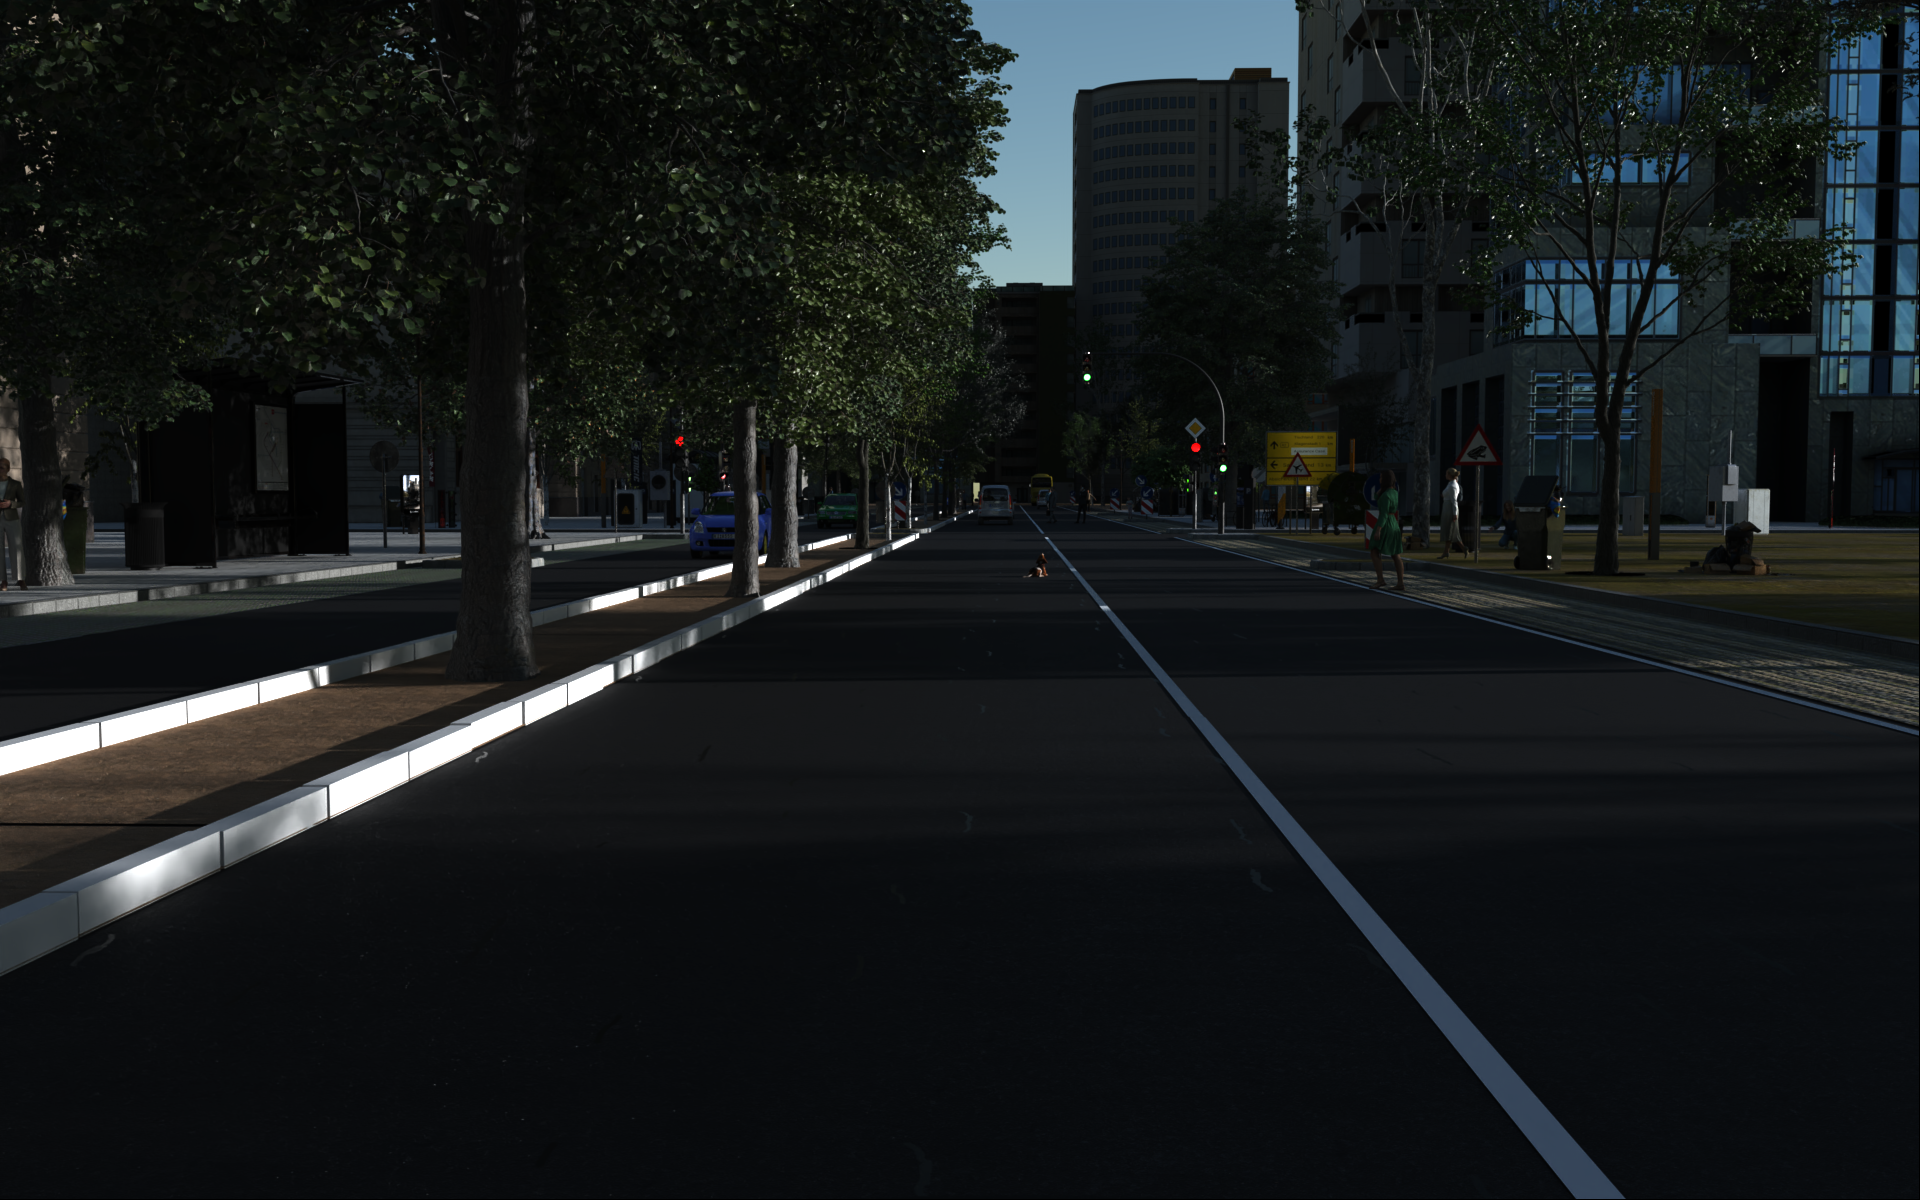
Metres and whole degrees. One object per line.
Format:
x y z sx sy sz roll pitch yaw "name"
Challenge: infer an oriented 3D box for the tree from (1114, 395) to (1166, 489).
13.662 -10.848 127.732 4.737 8.622 4.395 0 3 0 "tree"

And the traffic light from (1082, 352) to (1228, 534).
6.276 -4.945 55.522 4.771 5.953 1.251 0 4 2 "traffic light"

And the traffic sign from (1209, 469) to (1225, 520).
12.687 -5.223 85.508 0.768 2.556 0.104 0 4 5 "traffic sign"

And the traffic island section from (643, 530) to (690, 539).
-9.025 -2.076 56.225 2.009 0.180 2.903 0 4 2 "traffic island section"

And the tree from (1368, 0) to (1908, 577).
10.187 -6.183 26.853 9.928 11.665 9.643 0 3 0 "tree"

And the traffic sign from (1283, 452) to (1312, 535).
10.474 -3.290 53.796 0.884 2.594 0.081 0 4 5 "traffic sign"

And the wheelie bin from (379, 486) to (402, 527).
-22.152 -3.640 67.417 0.693 1.594 0.980 3 5 45 "wheelie bin"

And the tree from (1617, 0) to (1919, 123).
9.857 -6.333 13.913 12.009 13.543 11.850 0 3 0 "tree"

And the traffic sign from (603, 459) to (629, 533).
-11.362 -3.495 57.143 0.884 2.594 0.081 1 4 11 "traffic sign"

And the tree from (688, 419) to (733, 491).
-17.070 -10.358 119.723 4.737 8.622 4.395 0 3 0 "tree"

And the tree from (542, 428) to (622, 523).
-18.114 -7.721 76.604 4.360 8.622 3.978 0 3 0 "tree"

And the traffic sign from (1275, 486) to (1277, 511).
14.790 -4.945 80.964 0.768 2.556 0.104 0 4 6 "traffic sign"

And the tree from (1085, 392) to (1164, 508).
14.685 -13.546 155.886 7.601 10.594 8.767 2 4 29 "tree"

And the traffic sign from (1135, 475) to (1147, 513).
12.061 -7.047 115.329 0.768 2.556 0.104 0 4 5 "traffic sign"

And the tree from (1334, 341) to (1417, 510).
20.279 -8.201 84.455 4.360 8.622 3.978 0 3 0 "tree"

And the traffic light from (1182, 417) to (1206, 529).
8.602 -4.567 63.584 0.839 4.253 0.868 0 4 2 "traffic light"

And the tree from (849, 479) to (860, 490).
-9.183 -10.141 160.403 1.663 3.219 1.824 0 3 0 "tree"

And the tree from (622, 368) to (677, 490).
-16.195 -8.110 82.955 4.360 8.622 3.978 0 3 0 "tree"

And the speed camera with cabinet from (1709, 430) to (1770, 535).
24.446 -3.668 54.304 2.038 3.252 0.660 -2 4 -24 "speed camera with cabinet"

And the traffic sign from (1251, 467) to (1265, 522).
13.733 -4.858 79.538 0.768 2.556 0.104 0 4 3 "traffic sign"

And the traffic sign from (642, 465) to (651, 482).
-13.871 -4.631 75.820 0.768 2.556 0.104 0 4 8 "traffic sign"

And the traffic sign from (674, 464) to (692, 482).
-11.221 -4.286 70.190 0.768 2.556 0.104 0 4 3 "traffic sign"

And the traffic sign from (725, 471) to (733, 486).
-12.803 -5.854 95.816 0.768 2.556 0.104 1 4 8 "traffic sign"

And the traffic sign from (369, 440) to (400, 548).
-13.658 -2.507 41.089 0.768 2.556 0.104 1 4 10 "traffic sign"

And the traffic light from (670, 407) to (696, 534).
-8.985 -4.108 56.090 0.839 4.253 0.868 0 4 2 "traffic light"

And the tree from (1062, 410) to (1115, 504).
16.089 -17.744 215.868 9.928 11.665 9.643 0 3 0 "tree"

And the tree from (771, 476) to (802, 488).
-9.984 -6.436 99.823 1.663 3.219 1.824 0 3 0 "tree"

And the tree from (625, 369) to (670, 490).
-18.203 -8.855 95.149 4.737 8.622 4.395 0 3 0 "tree"

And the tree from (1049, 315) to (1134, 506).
15.663 -19.890 181.093 12.611 20.169 13.585 0 3 0 "tree"

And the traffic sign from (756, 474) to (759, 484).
-12.144 -6.196 101.412 0.768 2.556 0.104 0 4 6 "traffic sign"

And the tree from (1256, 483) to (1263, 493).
23.307 -8.766 137.927 1.663 3.219 1.824 0 3 0 "tree"

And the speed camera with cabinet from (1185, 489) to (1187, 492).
14.214 -7.193 111.936 2.038 3.252 0.660 3 4 36 "speed camera with cabinet"

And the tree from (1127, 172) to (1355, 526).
10.974 -10.005 70.231 9.857 13.997 8.962 0 3 0 "tree"

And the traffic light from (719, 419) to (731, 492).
-6.659 -5.467 64.046 4.771 5.953 1.251 0 4 2 "traffic light"

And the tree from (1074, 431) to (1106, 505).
15.243 -15.220 199.202 4.360 8.622 3.978 0 3 0 "tree"

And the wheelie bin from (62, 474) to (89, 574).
-14.417 -1.218 27.819 0.980 1.594 0.693 3 5 44 "wheelie bin"

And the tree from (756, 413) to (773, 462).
-16.787 -10.722 125.668 4.737 8.622 4.395 0 3 0 "tree"

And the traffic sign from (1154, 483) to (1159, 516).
11.607 -6.181 101.168 0.768 2.556 0.104 0 4 7 "traffic sign"

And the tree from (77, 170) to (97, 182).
-18.900 -5.430 39.136 4.737 8.622 4.395 0 3 0 "tree"

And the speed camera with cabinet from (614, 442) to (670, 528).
-12.028 -4.352 65.495 2.038 3.252 0.660 0 4 1 "speed camera with cabinet"

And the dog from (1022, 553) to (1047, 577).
1.284 -0.605 30.090 0.748 0.427 0.550 -2 4 -27 "dog"

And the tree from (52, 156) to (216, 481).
-16.293 -5.118 34.049 4.360 8.622 3.978 0 3 0 "tree"

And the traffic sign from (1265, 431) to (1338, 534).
10.989 -3.788 55.808 2.265 3.308 0.079 1 4 10 "traffic sign"

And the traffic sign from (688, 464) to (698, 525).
-11.290 -4.402 72.079 0.768 2.556 0.104 0 4 5 "traffic sign"

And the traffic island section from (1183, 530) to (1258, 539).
8.409 -2.045 55.715 2.009 0.180 2.903 0 4 2 "traffic island section"

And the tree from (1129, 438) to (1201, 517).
12.005 -6.973 97.714 4.285 4.588 4.351 0 3 0 "tree"

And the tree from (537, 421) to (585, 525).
-16.902 -7.340 70.370 4.737 8.622 4.395 0 3 0 "tree"

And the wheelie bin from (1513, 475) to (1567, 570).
9.832 -1.314 29.397 0.693 1.594 0.980 -3 4 -38 "wheelie bin"

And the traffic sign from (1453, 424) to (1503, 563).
9.594 -1.965 32.130 0.884 2.594 0.081 1 4 8 "traffic sign"

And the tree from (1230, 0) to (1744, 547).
12.382 -11.383 41.998 12.611 20.169 13.585 0 3 0 "tree"

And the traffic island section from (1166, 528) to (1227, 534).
8.642 -2.533 63.697 2.009 0.180 2.903 0 4 2 "traffic island section"

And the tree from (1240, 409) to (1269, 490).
22.260 -11.147 132.610 4.737 8.622 4.395 0 3 0 "tree"
